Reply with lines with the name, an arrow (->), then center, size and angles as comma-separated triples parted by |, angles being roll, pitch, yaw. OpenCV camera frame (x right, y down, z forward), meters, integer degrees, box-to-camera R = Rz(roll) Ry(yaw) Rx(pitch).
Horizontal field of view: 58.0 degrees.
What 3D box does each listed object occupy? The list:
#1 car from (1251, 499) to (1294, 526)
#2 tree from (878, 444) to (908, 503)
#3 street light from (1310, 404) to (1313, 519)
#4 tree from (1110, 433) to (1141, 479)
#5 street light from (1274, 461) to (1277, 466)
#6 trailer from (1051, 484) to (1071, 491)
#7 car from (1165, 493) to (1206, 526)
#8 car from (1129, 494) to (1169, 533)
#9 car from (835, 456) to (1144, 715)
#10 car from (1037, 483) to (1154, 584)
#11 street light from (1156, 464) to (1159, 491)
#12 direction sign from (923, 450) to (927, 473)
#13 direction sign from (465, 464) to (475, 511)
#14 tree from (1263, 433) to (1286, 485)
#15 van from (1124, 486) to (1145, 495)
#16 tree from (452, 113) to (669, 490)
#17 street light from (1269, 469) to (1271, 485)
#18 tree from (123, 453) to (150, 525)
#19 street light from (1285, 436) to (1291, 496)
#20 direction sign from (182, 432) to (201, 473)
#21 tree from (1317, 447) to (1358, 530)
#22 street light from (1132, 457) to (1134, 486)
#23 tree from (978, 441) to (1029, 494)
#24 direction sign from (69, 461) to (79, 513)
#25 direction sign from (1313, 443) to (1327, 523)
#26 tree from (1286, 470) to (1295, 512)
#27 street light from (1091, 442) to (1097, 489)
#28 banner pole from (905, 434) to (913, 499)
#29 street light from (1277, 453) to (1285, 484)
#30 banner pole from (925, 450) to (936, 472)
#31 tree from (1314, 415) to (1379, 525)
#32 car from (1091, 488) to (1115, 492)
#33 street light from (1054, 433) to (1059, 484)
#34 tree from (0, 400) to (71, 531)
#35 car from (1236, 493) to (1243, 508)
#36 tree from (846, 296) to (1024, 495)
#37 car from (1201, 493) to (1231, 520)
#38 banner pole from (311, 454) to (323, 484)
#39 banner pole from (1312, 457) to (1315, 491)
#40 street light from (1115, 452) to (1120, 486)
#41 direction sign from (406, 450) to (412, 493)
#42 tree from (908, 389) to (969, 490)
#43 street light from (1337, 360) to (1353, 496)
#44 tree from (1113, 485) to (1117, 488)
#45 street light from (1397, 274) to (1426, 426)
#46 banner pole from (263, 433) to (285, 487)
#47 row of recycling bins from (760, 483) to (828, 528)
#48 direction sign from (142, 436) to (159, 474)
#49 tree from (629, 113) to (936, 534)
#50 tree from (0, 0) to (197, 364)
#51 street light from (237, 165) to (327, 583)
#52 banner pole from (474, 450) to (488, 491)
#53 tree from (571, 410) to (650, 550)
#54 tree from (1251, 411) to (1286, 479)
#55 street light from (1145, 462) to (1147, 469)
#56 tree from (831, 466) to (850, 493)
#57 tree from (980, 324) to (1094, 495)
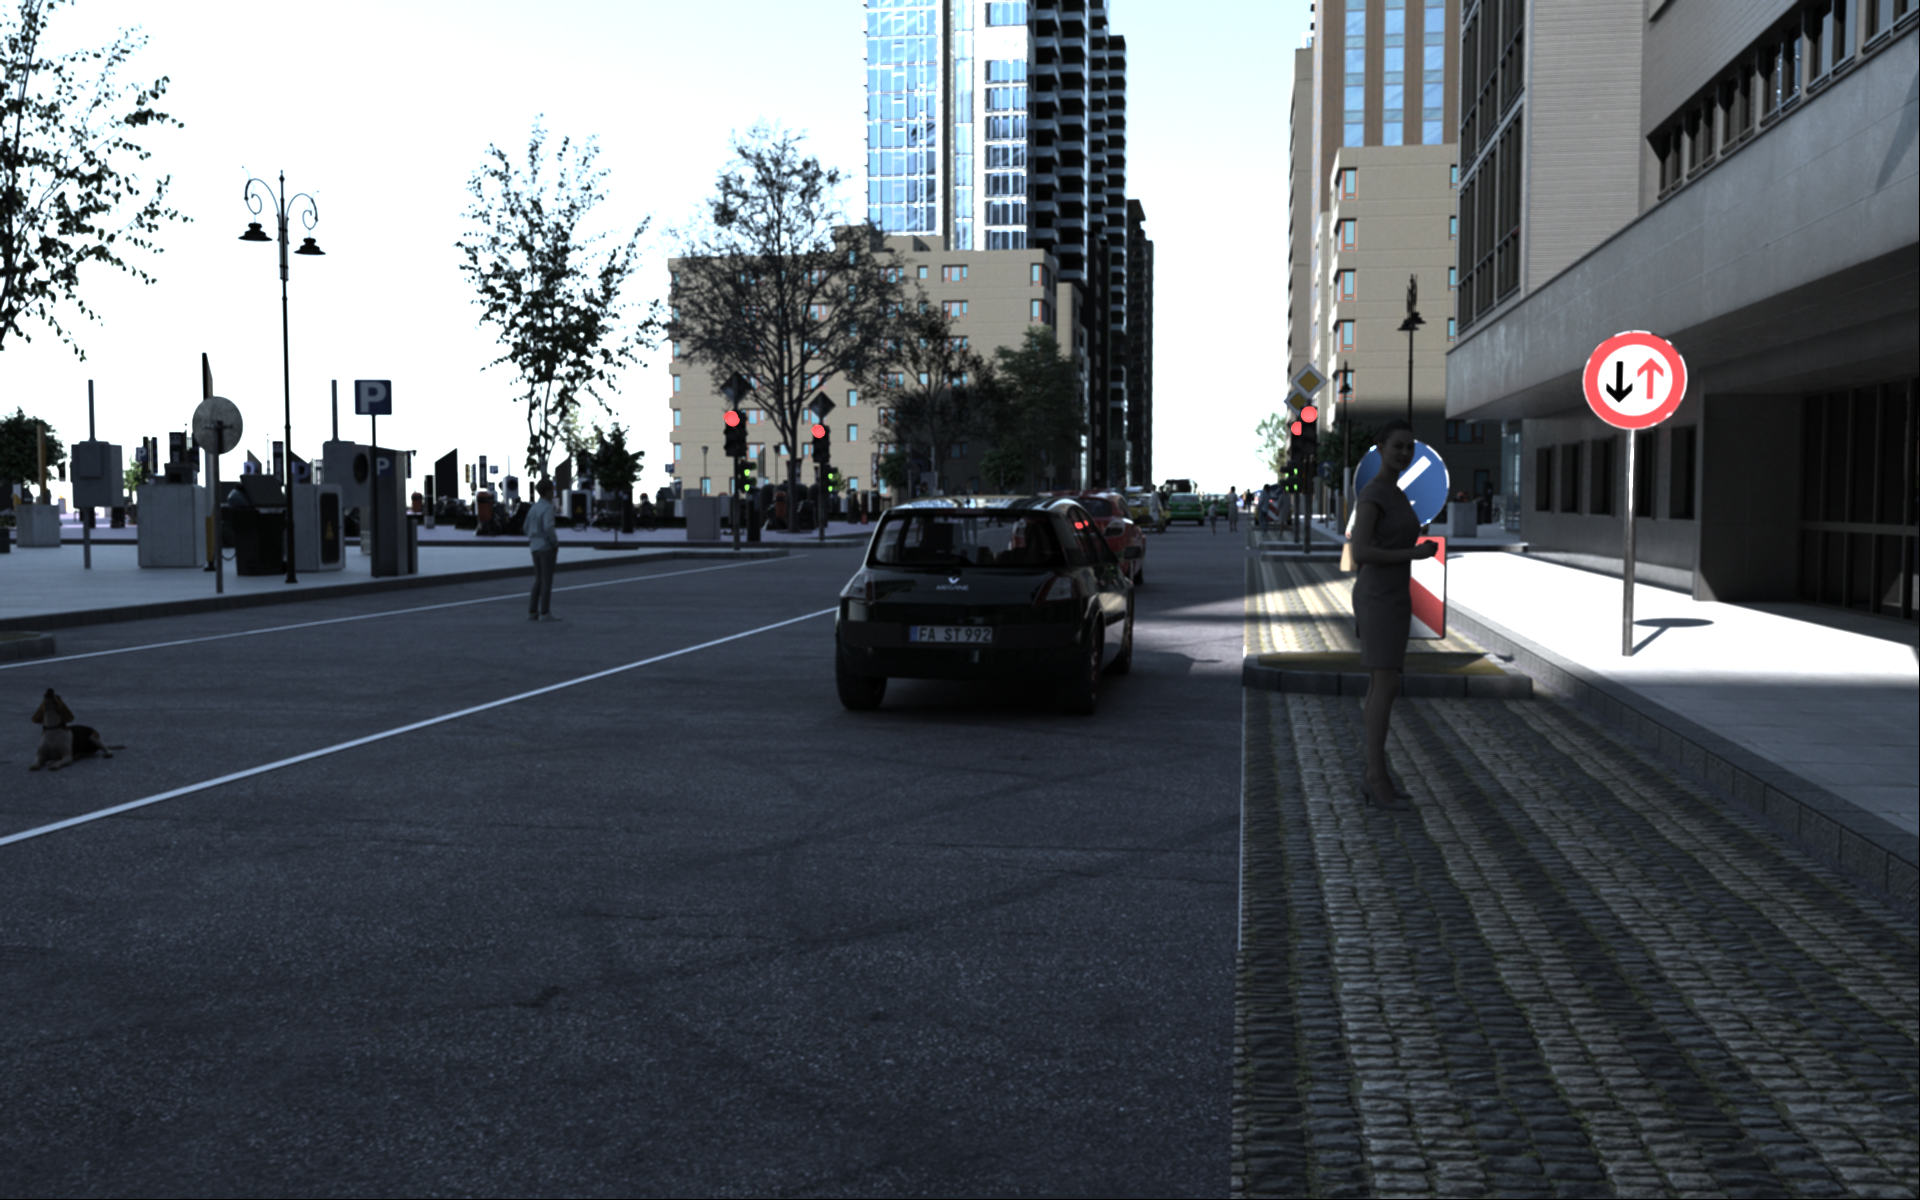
car -> 14.403, -4.245, 79.628 | 2.015, 1.641, 3.980 | 1, 4, 10
tree -> -3.865, -7.833, 111.777 | 4.285, 4.588, 4.351 | 0, 3, 0
street light -> 18.138, -7.130, 89.364 | 0.468, 5.910, 1.993 | 1, 4, 9
tree -> 18.425, -15.152, 198.092 | 4.360, 8.622, 3.978 | 0, 3, 0
street light -> 35.542, -13.528, 193.973 | 0.468, 5.910, 1.993 | 1, 4, 9
trailer -> 6.034, -5.916, 103.769 | 1.471, 1.999, 3.904 | 1, 4, 10
car -> 10.283, -4.312, 79.305 | 1.959, 1.807, 4.718 | 0, 4, 8
car -> 6.853, -3.364, 65.223 | 2.015, 1.641, 3.980 | 1, 4, 9
car -> 0.307, -0.182, 12.760 | 2.009, 1.686, 4.222 | 1, 4, 10
car -> 1.850, -1.066, 26.476 | 2.155, 1.783, 4.494 | 1, 4, 9
street light -> 30.012, -17.769, 263.305 | 0.468, 5.910, 1.993 | 1, 4, 9
direction sign -> -1.821, -6.005, 90.185 | 0.379, 3.537, 0.876 | 0, 4, 7
direction sign -> -36.302, -8.354, 128.587 | 0.876, 3.537, 0.379 | -3, 4, -37
tree -> 37.840, -15.398, 202.123 | 4.737, 8.622, 4.395 | 0, 3, 0
van -> 9.140, -5.278, 93.302 | 2.013, 2.044, 4.112 | 1, 4, 11
tree -> -8.162, -5.154, 34.627 | 4.737, 8.622, 4.395 | 0, 3, 0
street light -> 39.461, -14.975, 217.632 | 0.468, 5.910, 1.993 | 1, 4, 9
tree -> -33.746, -4.698, 71.419 | 1.663, 3.219, 1.824 | 0, 3, 0
street light -> 25.795, -9.932, 135.170 | 0.468, 5.910, 1.993 | 1, 4, 9
direction sign -> -28.268, -4.380, 63.609 | 0.379, 3.537, 0.876 | 2, 4, 28
tree -> 13.920, -4.139, 62.269 | 1.663, 3.219, 1.824 | 0, 3, 0
street light -> 20.467, -14.224, 205.352 | 0.468, 5.910, 1.993 | 1, 4, 9
tree -> 2.673, -7.422, 105.058 | 4.285, 4.588, 4.351 | 0, 3, 0
direction sign -> -61.362, -7.844, 120.248 | 0.379, 3.537, 0.876 | 2, 4, 33
direction sign -> 16.096, -5.200, 77.023 | 0.876, 3.537, 0.379 | -1, 4, -13
tree -> 27.059, -9.026, 142.173 | 1.663, 3.219, 1.824 | 0, 3, 0
street light -> 11.857, -11.087, 154.055 | 0.468, 5.910, 1.993 | 1, 4, 9
banner pole -> -2.103, -5.012, 71.958 | 0.401, 3.779, 0.863 | 1, 4, 20
street light -> 30.584, -11.704, 164.143 | 0.468, 5.910, 1.993 | 1, 4, 9
banner pole -> -1.774, -6.649, 98.725 | 0.863, 3.779, 0.401 | 1, 4, 14
tree -> 16.168, -5.379, 71.667 | 4.285, 4.588, 4.351 | 0, 3, 0
car -> 8.858, -6.016, 107.032 | 2.281, 1.827, 5.304 | 1, 4, 11
street light -> 6.818, -9.249, 124.009 | 0.468, 5.910, 1.993 | 1, 4, 9
tree -> -32.880, -4.717, 60.834 | 4.285, 4.588, 4.351 | 0, 3, 0
car -> 27.728, -10.042, 173.774 | 1.945, 1.707, 3.694 | 1, 4, 10
tree -> -0.848, -8.967, 81.019 | 8.767, 10.594, 7.601 | -2, 4, -31
car -> 14.183, -5.359, 96.410 | 1.959, 1.807, 4.718 | 0, 4, 8
banner pole -> -40.287, -7.239, 108.368 | 0.863, 3.779, 0.401 | -2, 4, -32
banner pole -> 23.862, -7.738, 116.534 | 0.401, 3.779, 0.863 | -3, 4, -36
street light -> 16.697, -12.879, 183.351 | 0.468, 5.910, 1.993 | 1, 4, 9
direction sign -> -28.446, -5.925, 88.876 | 0.379, 3.537, 0.876 | 2, 4, 26
tree -> -1.526, -10.418, 120.701 | 4.360, 8.622, 3.978 | 0, 3, 0
street light -> 13.275, -5.322, 59.795 | 0.468, 5.910, 1.993 | 1, 4, 9
tree -> 17.918, -12.141, 193.108 | 1.663, 3.219, 1.824 | 0, 3, 0
street light -> 9.508, -3.903, 36.597 | 0.468, 5.910, 1.993 | 1, 4, 9
banner pole -> -28.177, -4.965, 71.198 | 0.863, 3.779, 0.401 | -2, 4, -31
row of recycling bins -> -6.516, -3.693, 67.493 | 3.534, 1.692, 1.069 | 3, 5, 41
direction sign -> -31.659, -4.636, 67.798 | 0.379, 3.537, 0.876 | 1, 4, 11
tree -> -5.563, -8.940, 56.532 | 12.009, 13.543, 11.850 | 0, 3, 0
tree -> -11.052, -4.234, 19.591 | 4.360, 8.622, 3.978 | 0, 3, 0
street light -> -9.649, -3.182, 24.816 | 0.468, 5.910, 1.993 | 1, 4, 9
banner pole -> -27.020, -6.577, 97.554 | 0.863, 3.779, 0.401 | -2, 4, -24
tree -> -7.889, -2.776, 39.982 | 1.663, 3.219, 1.824 | 0, 3, 0
tree -> 38.934, -17.340, 209.259 | 9.928, 11.665, 9.643 | 0, 3, 0
street light -> 25.158, -15.997, 234.342 | 0.468, 5.910, 1.993 | 1, 4, 9
tree -> -8.342, -7.568, 118.345 | 1.663, 3.219, 1.824 | 0, 3, 0
tree -> 5.045, -12.077, 115.593 | 7.486, 12.596, 7.792 | 0, 3, 0
